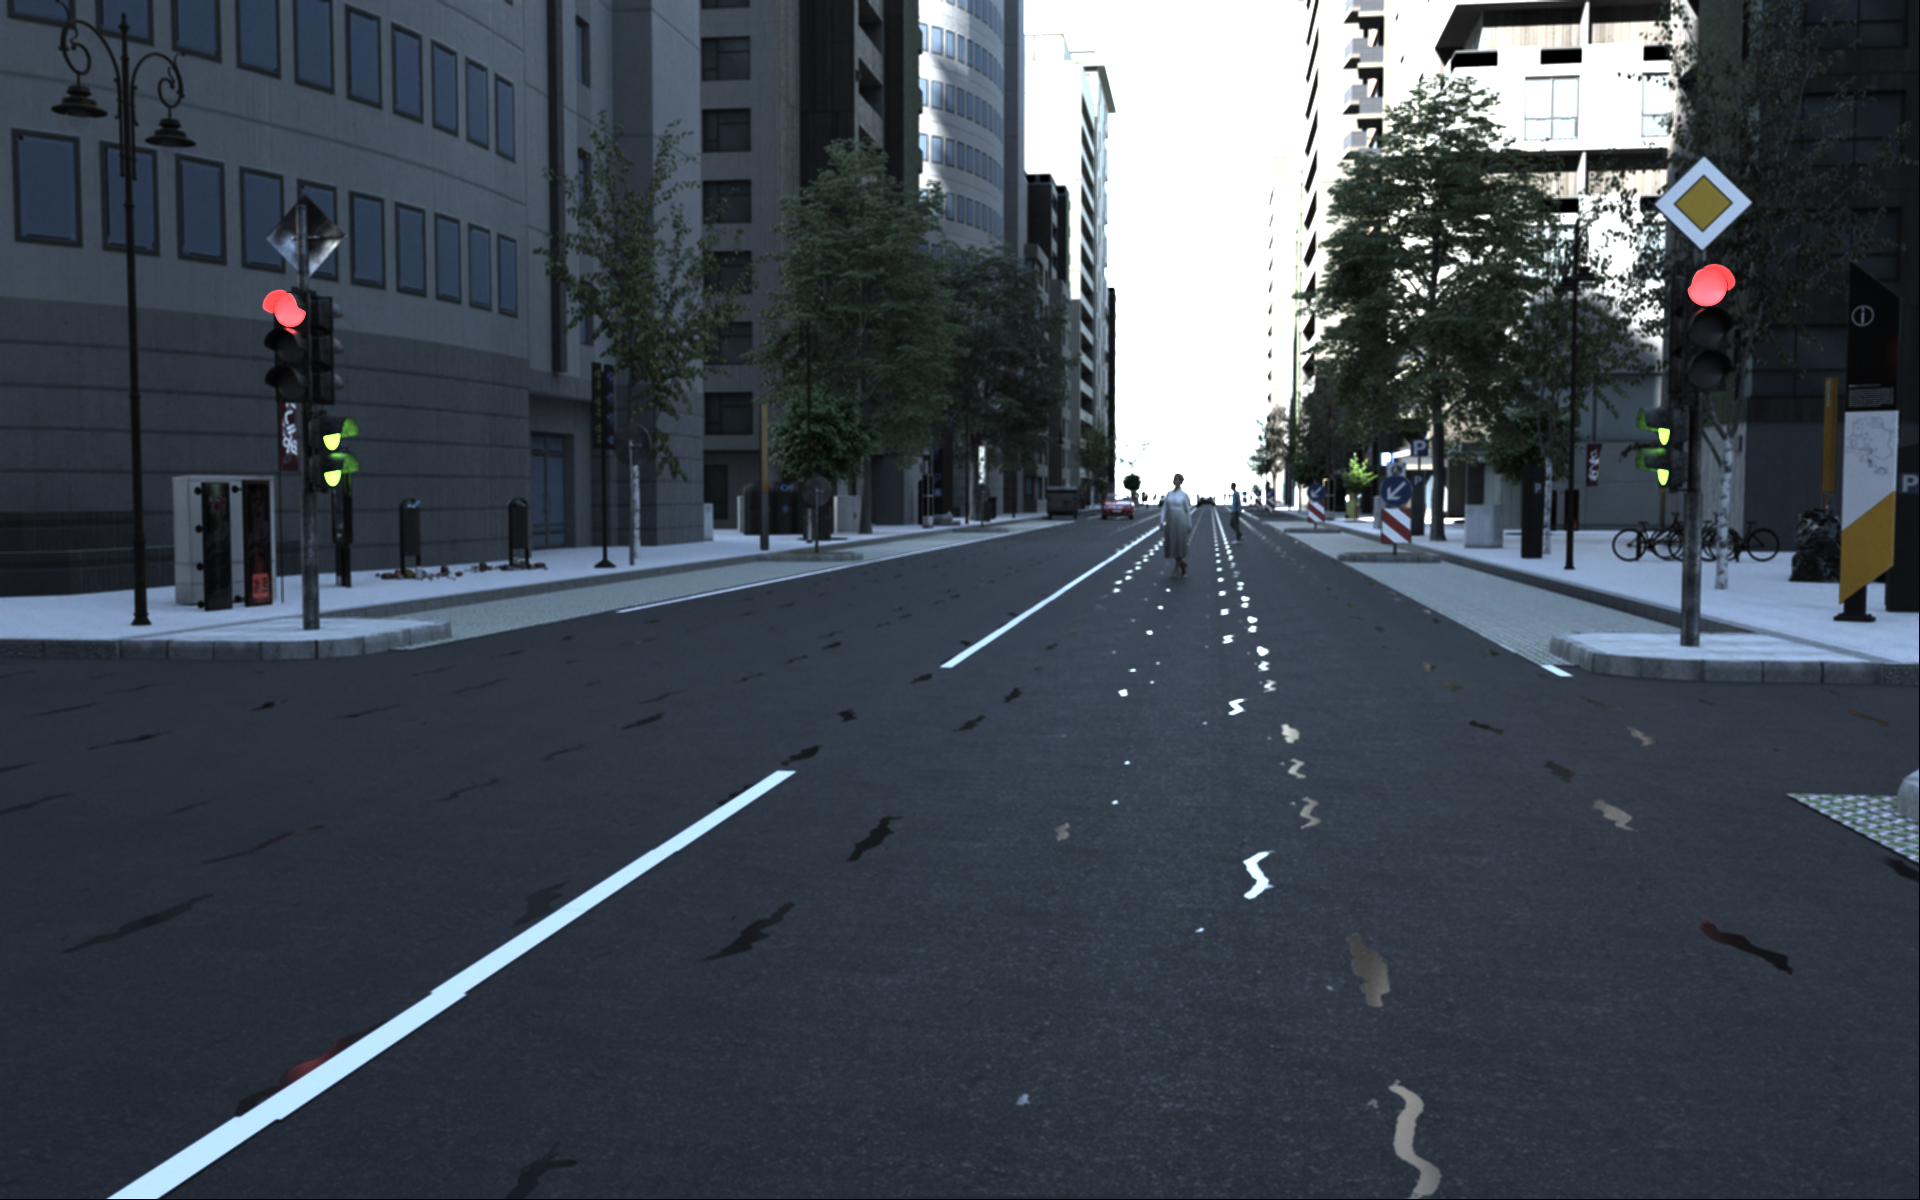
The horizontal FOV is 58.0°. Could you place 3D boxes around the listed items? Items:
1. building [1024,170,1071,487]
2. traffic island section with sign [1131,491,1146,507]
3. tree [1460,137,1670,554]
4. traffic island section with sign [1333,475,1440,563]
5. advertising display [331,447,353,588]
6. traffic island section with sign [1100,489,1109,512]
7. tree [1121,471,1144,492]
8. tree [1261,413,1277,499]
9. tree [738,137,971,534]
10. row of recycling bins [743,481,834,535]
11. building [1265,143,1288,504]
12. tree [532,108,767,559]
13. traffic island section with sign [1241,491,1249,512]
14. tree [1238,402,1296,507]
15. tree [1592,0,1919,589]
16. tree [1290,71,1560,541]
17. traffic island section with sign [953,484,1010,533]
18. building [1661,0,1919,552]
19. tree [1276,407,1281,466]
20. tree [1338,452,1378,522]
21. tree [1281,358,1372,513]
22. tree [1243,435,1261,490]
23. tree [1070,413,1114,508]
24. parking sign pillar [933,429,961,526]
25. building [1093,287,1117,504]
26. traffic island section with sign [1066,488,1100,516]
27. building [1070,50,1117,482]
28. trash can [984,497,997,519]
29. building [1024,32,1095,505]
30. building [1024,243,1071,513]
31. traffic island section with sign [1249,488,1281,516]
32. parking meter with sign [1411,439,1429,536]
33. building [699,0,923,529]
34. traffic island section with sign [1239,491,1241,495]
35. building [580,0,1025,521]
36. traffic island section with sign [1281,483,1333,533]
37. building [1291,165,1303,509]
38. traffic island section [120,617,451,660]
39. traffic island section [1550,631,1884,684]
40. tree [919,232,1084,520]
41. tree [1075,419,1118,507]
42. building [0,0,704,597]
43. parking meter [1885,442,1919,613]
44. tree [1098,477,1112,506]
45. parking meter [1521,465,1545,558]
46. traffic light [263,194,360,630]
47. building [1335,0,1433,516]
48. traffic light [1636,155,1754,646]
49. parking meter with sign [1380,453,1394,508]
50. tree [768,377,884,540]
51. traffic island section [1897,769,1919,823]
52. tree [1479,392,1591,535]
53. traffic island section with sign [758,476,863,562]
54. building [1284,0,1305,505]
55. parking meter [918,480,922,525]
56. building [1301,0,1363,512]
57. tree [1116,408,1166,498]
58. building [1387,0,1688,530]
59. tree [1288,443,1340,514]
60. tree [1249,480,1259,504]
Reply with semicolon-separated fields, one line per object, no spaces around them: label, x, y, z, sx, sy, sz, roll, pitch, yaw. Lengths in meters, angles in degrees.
building;2.383;-23.534;156.484;14.160;30.474;14.107;1;4;8
traffic island section with sign;19.888;-11.512;196.847;1.989;1.847;2.006;1;4;8
tree;12.757;-5.279;36.666;4.737;8.622;4.395;0;3;0
traffic island section with sign;9.079;-1.725;36.827;1.989;1.847;2.006;1;4;8
advertising display;-8.602;-1.155;24.105;0.123;1.923;0.974;-2;4;-29
traffic island section with sign;11.972;-8.158;142.018;1.989;1.847;2.006;1;4;8
tree;23.700;-15.547;237.912;4.285;4.588;4.351;0;3;0
tree;23.228;-10.342;119.459;4.360;8.622;3.978;0;3;0
tree;-3.295;-8.442;56.154;7.486;12.596;7.792;0;3;0
row of recycling bins;-5.504;-2.955;55.424;1.069;1.692;3.534;3;5;42
building;52.544;-37.303;233.599;21.300;48.544;21.600;1;4;8
tree;-6.162;-5.117;34.022;4.737;8.622;4.395;0;3;0
traffic island section with sign;23.957;-8.027;139.877;1.989;1.847;2.006;1;4;8
tree;31.865;-14.668;174.241;8.767;10.594;7.601;3;4;39
tree;10.457;-4.464;23.351;4.360;8.622;3.978;0;3;0
tree;12.819;-7.911;47.466;7.486;12.596;7.792;0;3;0
traffic island section with sign;0.838;-3.446;64.969;1.989;1.847;2.006;1;4;8
building;25.436;-16.629;43.590;14.160;30.474;14.107;1;4;8
tree;20.884;-9.238;101.408;4.360;8.622;3.978;0;3;0
tree;18.230;-5.234;80.173;1.663;3.219;1.824;0;3;0
tree;20.086;-8.730;93.097;4.360;8.622;3.978;0;3;0
tree;35.321;-15.339;201.149;4.360;8.622;3.978;0;3;0
tree;12.031;-12.607;156.493;4.360;8.622;3.978;0;3;0
parking sign pillar;-0.693;-5.041;70.886;1.447;3.967;1.447;1;4;19
building;13.645;-28.216;233.033;14.160;30.474;14.107;1;4;8
traffic island section with sign;8.082;-6.508;115.029;1.989;1.847;2.006;1;4;8
building;4.162;-38.135;212.741;28.713;52.752;27.495;1;4;8
trash can;1.560;-4.750;89.323;0.748;1.137;0.748;0;3;0
building;3.202;-34.507;187.890;21.300;48.544;21.600;1;4;8
building;-6.286;-17.788;135.880;27.650;21.520;28.899;1;4;8
traffic island section with sign;19.989;-6.349;112.428;1.989;1.847;2.006;1;4;8
parking meter with sign;14.334;-3.547;54.247;0.543;3.016;1.738;1;4;18
building;-9.530;-18.179;68.927;14.160;30.474;14.107;1;4;8
traffic island section with sign;31.841;-11.362;194.388;1.989;1.847;2.006;1;4;8
building;-7.957;-34.507;106.194;21.231;58.520;28.212;1;4;8
traffic island section with sign;13.008;-3.389;64.038;1.989;1.847;2.006;1;4;8
building;36.874;-23.340;153.314;14.160;30.474;14.107;1;4;8
traffic island section;-6.168;0.358;16.431;2.009;0.180;2.903;1;4;8
traffic island section;6.194;0.467;14.647;2.009;0.180;2.903;1;4;8
tree;0.859;-10.902;84.903;9.857;13.997;8.962;0;3;0
tree;12.931;-13.277;167.436;4.737;8.622;4.395;0;3;0
building;-19.262;-29.998;32.463;21.231;58.520;28.212;1;4;8
parking meter;10.288;-0.804;18.851;0.399;1.863;0.255;1;4;20
tree;15.728;-12.011;190.988;1.663;3.219;1.824;0;3;0
parking meter;11.451;-1.768;34.614;0.399;1.863;0.255;-2;4;-29
traffic light;-6.130;-1.674;16.291;0.839;4.253;0.868;1;4;8
building;35.754;-27.813;109.359;22.147;44.769;28.867;1;4;8
traffic light;6.156;-1.567;14.539;0.839;4.253;0.868;1;4;8
parking meter with sign;17.803;-4.662;72.490;0.543;3.016;1.738;1;4;18
tree;-3.850;-3.977;48.736;4.285;4.588;4.351;0;3;0
traffic island section;5.053;0.950;6.744;2.009;0.180;2.903;1;4;8
tree;18.198;-4.361;55.008;4.285;4.588;4.351;0;3;0
traffic island section with sign;-3.150;-1.755;37.322;1.989;1.847;2.006;1;4;8
building;49.876;-40.709;207.598;21.231;58.520;28.212;1;4;8
parking meter;-1.593;-4.094;72.646;0.255;1.863;0.399;-1;4;-15
building;38.017;-31.247;134.593;21.300;48.544;21.600;1;4;8
tree;24.493;-20.692;248.689;12.009;13.543;11.850;0;3;0
building;33.035;-29.524;71.953;28.713;52.752;27.495;1;4;8
tree;22.713;-7.790;111.074;4.285;4.588;4.351;0;3;0
tree;40.020;-14.742;235.633;1.663;3.219;1.824;0;3;0
